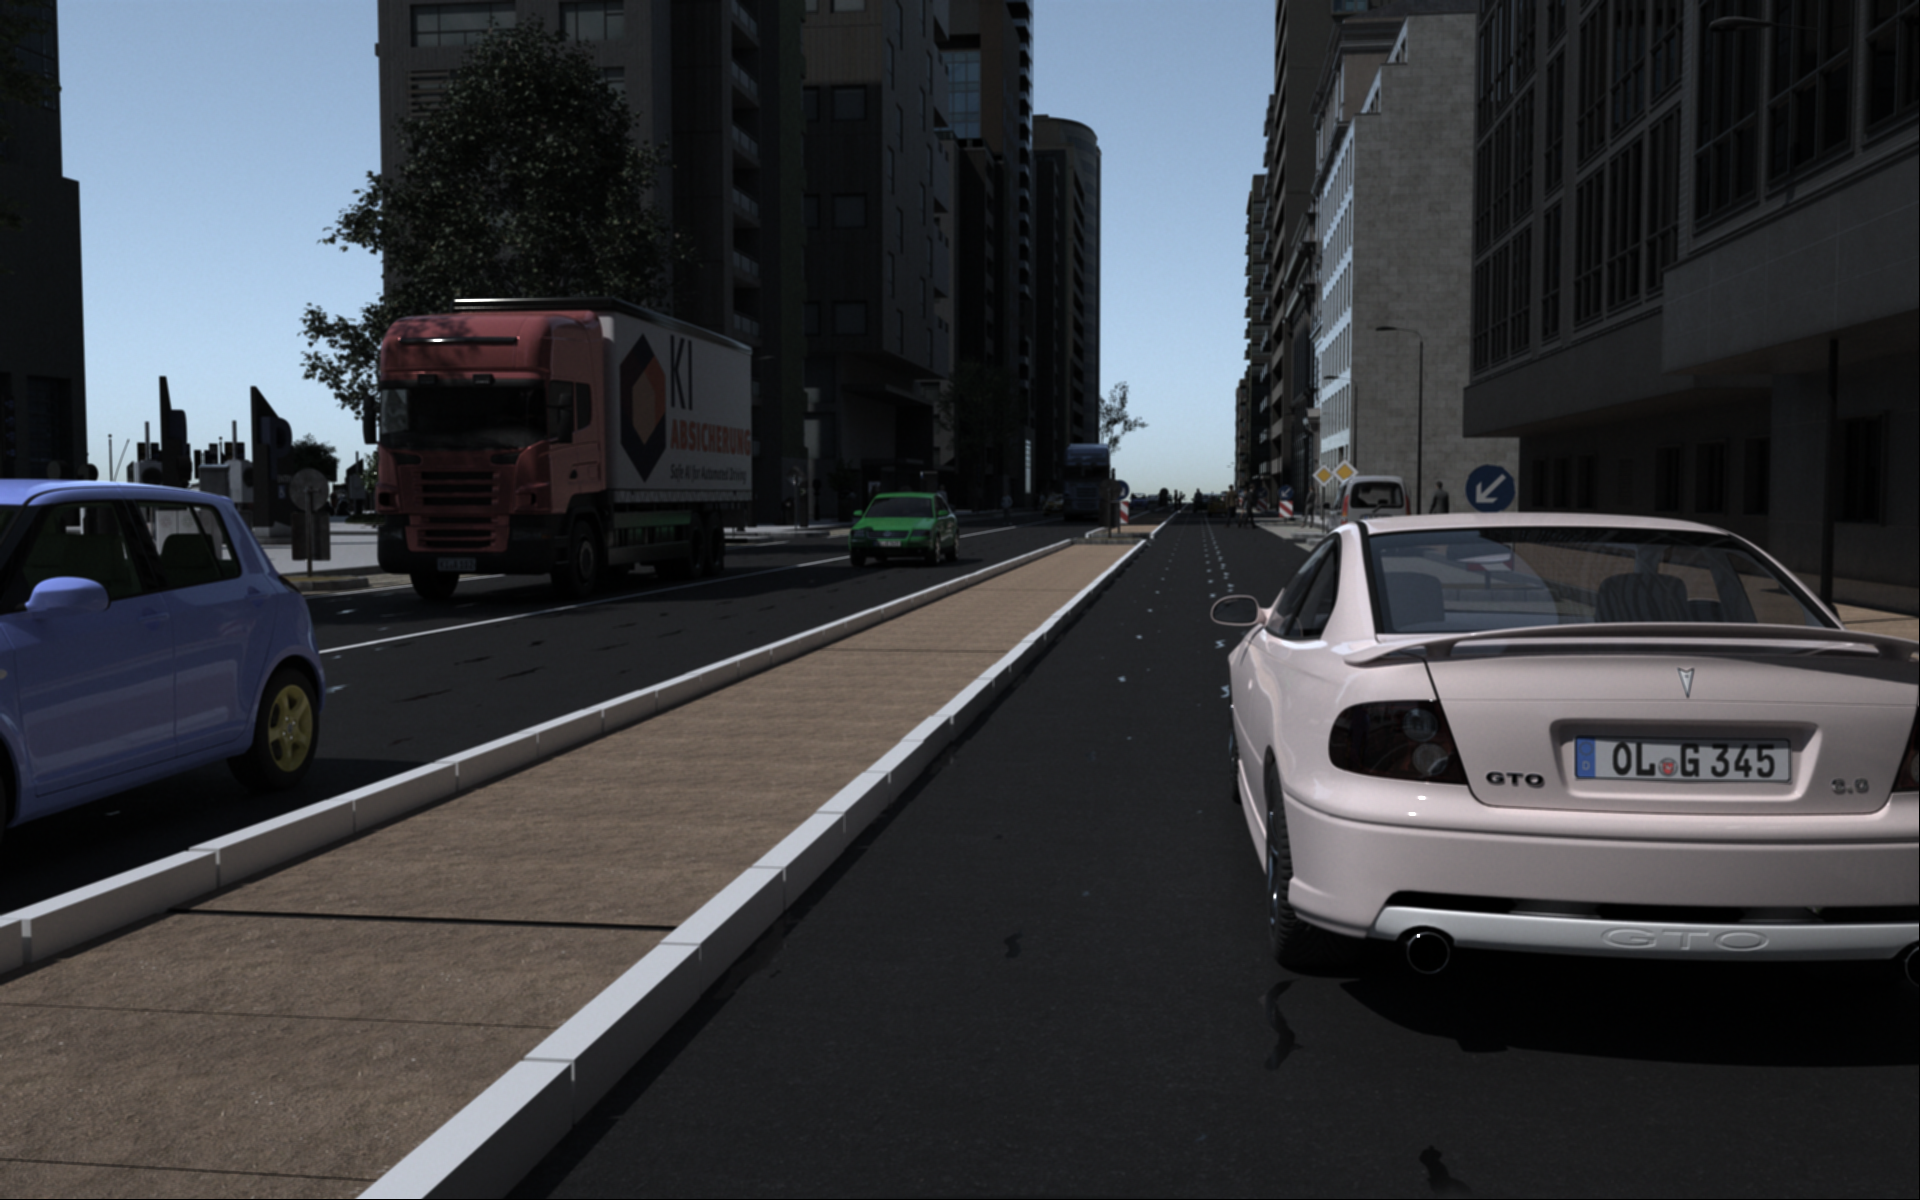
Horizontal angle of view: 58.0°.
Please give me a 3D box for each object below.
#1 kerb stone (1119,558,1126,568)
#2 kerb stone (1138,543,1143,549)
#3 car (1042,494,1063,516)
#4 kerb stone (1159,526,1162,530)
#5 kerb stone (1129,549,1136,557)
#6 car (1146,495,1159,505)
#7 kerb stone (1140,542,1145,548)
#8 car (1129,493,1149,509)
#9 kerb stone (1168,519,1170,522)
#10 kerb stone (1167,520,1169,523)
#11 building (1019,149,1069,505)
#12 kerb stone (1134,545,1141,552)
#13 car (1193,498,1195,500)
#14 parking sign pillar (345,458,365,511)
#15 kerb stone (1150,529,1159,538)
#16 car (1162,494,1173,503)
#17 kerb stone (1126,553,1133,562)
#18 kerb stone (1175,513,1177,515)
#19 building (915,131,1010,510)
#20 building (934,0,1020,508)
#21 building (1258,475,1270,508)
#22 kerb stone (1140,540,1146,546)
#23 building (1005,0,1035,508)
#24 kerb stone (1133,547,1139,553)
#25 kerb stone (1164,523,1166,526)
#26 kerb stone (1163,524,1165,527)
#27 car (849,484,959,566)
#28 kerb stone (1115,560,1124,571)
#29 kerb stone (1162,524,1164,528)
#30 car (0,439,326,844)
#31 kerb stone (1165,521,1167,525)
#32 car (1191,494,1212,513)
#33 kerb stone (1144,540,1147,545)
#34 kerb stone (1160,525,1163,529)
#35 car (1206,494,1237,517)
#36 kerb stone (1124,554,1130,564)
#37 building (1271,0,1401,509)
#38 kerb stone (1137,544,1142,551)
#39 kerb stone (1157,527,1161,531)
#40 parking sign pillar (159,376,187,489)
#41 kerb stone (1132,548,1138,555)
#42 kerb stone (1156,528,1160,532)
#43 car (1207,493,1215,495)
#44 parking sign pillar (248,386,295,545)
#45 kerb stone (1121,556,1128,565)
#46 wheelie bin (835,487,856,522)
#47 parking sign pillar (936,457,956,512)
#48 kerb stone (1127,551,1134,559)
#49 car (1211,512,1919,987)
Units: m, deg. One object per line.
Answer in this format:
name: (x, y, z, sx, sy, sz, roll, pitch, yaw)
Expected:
kerb stone: (3.026, -0.654, 32.889, 0.120, 0.150, 1.000, 0, 4, 8)
kerb stone: (4.426, -1.269, 43.090, 0.120, 0.150, 1.000, 0, 4, 8)
car: (6.388, -6.303, 113.285, 2.015, 1.641, 3.980, 0, 4, 7)
kerb stone: (7.292, -2.555, 63.977, 0.120, 0.150, 1.000, 0, 4, 8)
kerb stone: (3.729, -0.965, 37.986, 0.120, 0.150, 1.000, 0, 4, 8)
car: (25.870, -13.440, 232.101, 2.083, 1.381, 4.827, 1, 4, 8)
kerb stone: (4.570, -1.335, 44.102, 0.120, 0.150, 1.000, 0, 4, 8)
car: (17.606, -9.820, 170.154, 1.945, 1.707, 3.694, 0, 4, 6)
kerb stone: (9.659, -3.610, 81.216, 0.120, 0.150, 1.000, 0, 4, 8)
kerb stone: (9.235, -3.424, 78.180, 0.120, 0.150, 1.000, 0, 4, 8)
building: (5.041, -31.621, 200.603, 14.154, 41.232, 14.086, 0, 4, 8)
kerb stone: (4.147, -1.152, 41.035, 0.120, 0.150, 1.000, 0, 4, 8)
car: (30.910, -12.826, 222.285, 1.945, 1.354, 3.894, 1, 4, 9)
parking sign pillar: (-45.500, -8.663, 130.119, 1.447, 3.967, 1.447, -3, 5, -43)
kerb stone: (6.732, -2.301, 59.924, 0.120, 0.150, 1.000, 0, 4, 8)
car: (33.722, -16.712, 282.032, 1.959, 1.807, 4.718, 0, 4, 7)
kerb stone: (3.452, -0.841, 35.946, 0.120, 0.150, 1.000, 0, 4, 8)
kerb stone: (12.989, -5.100, 105.579, 0.120, 0.150, 1.000, 0, 4, 8)
building: (-3.662, -22.600, 141.218, 14.160, 30.474, 14.107, 0, 4, 8)
building: (-2.269, -30.905, 155.409, 14.600, 45.320, 14.200, 0, 4, 8)
building: (44.481, -28.701, 161.149, 32.217, 40.220, 23.993, 0, 4, 8)
kerb stone: (4.700, -1.402, 45.116, 0.120, 0.150, 1.000, 0, 4, 8)
building: (-2.841, -52.900, 177.587, 22.319, 86.520, 31.000, 0, 4, 8)
kerb stone: (4.002, -1.084, 40.016, 0.120, 0.150, 1.000, 0, 4, 8)
kerb stone: (8.269, -2.990, 71.074, 0.120, 0.150, 1.000, 0, 4, 8)
kerb stone: (7.986, -2.865, 69.050, 0.120, 0.150, 1.000, 0, 4, 8)
car: (-1.111, -1.650, 35.767, 1.959, 1.807, 4.718, 0, 4, 7)
kerb stone: (2.890, -0.592, 31.876, 0.120, 0.150, 1.000, 0, 4, 8)
kerb stone: (7.847, -2.801, 68.038, 0.120, 0.150, 1.000, 0, 4, 8)
car: (-4.221, 0.144, 7.235, 1.945, 1.707, 3.694, 0, 4, 7)
kerb stone: (8.813, -3.238, 75.140, 0.120, 0.150, 1.000, 0, 4, 8)
car: (19.043, -7.515, 134.671, 2.131, 1.459, 4.920, 0, 4, 7)
kerb stone: (4.846, -1.461, 46.128, 0.120, 0.150, 1.000, 0, 4, 8)
kerb stone: (7.436, -2.618, 64.998, 0.120, 0.150, 1.000, 0, 4, 8)
car: (16.693, -6.132, 110.485, 2.015, 1.641, 3.980, 1, 4, 9)
kerb stone: (3.305, -0.779, 34.935, 0.120, 0.150, 1.000, 0, 4, 8)
building: (36.397, -31.519, 139.033, 21.300, 48.544, 21.600, 0, 4, 8)
kerb stone: (4.285, -1.215, 42.062, 0.120, 0.150, 1.000, 0, 4, 8)
kerb stone: (7.012, -2.431, 61.949, 0.120, 0.150, 1.000, 0, 4, 8)
parking sign pillar: (-18.305, -3.173, 40.343, 1.447, 3.967, 1.447, -1, 4, -19)
kerb stone: (3.863, -1.028, 39.000, 0.120, 0.150, 1.000, 0, 4, 8)
kerb stone: (6.878, -2.369, 60.936, 0.120, 0.150, 1.000, 0, 4, 8)
car: (24.605, -9.804, 169.879, 1.945, 1.707, 3.694, 0, 4, 6)
parking sign pillar: (-17.432, -3.395, 43.984, 1.447, 3.967, 1.447, 0, 4, 7)
kerb stone: (3.170, -0.717, 33.915, 0.120, 0.150, 1.000, 0, 4, 8)
wheelie bin: (-5.177, -4.314, 78.450, 0.980, 1.594, 0.693, 0, 4, 1)
parking sign pillar: (-1.027, -8.355, 125.084, 1.447, 3.967, 1.447, -1, 4, -17)
kerb stone: (3.589, -0.903, 36.959, 0.120, 0.150, 1.000, 0, 4, 8)
car: (2.014, 0.356, 6.534, 2.083, 1.381, 4.827, 0, 4, 6)
